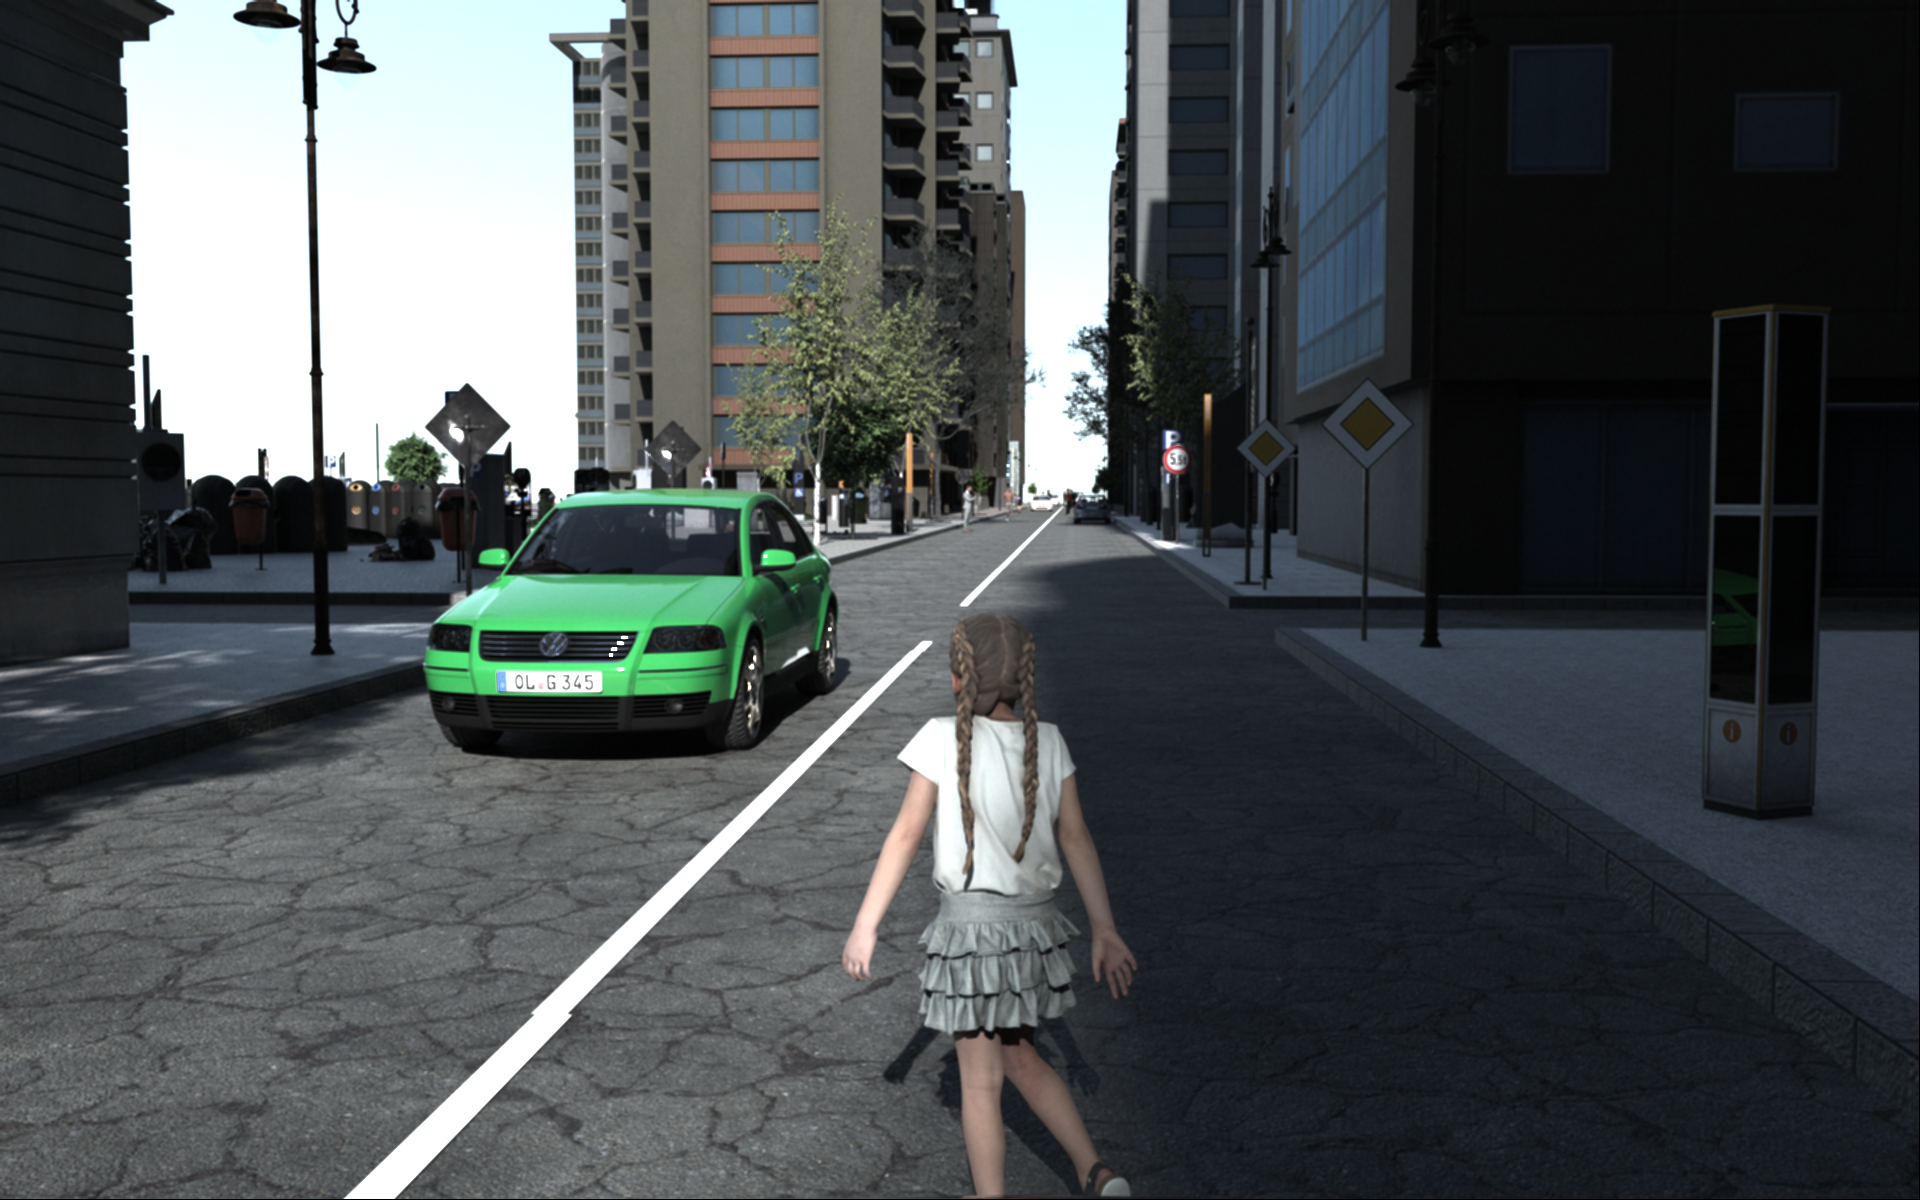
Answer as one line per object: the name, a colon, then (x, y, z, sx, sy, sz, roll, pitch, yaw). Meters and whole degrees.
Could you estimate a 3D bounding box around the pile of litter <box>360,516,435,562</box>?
pile of litter: (-10.901, -1.197, 33.532, 1.176, 0.858, 1.719, 3, 4, 38)

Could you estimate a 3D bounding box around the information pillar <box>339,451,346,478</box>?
information pillar: (-33.461, -6.269, 93.861, 0.504, 3.616, 0.183, 3, 4, 36)

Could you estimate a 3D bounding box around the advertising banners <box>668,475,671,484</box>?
advertising banners: (-8.111, -3.126, 47.297, 0.090, 3.025, 2.074, -2, 4, -24)

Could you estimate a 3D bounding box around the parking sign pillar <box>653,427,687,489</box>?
parking sign pillar: (-11.731, -4.984, 69.954, 1.447, 3.967, 1.447, 1, 4, 14)

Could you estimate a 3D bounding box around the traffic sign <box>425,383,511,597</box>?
traffic sign: (-4.442, -0.734, 15.647, 0.795, 2.450, 0.064, 0, 4, 4)

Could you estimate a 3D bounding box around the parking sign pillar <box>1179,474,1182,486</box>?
parking sign pillar: (12.302, -6.656, 97.292, 1.447, 3.967, 1.447, -2, 4, -30)

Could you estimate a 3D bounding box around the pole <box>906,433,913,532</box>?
pole: (-1.697, -3.933, 58.143, 0.158, 3.312, 0.155, 0, 3, 0)

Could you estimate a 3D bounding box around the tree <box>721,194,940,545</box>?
tree: (-3.532, -5.691, 43.411, 4.737, 8.622, 4.395, 0, 3, 0)

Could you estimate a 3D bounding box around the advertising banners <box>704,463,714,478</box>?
advertising banners: (-14.859, -6.191, 97.413, 2.074, 3.025, 0.090, 0, 4, 7)

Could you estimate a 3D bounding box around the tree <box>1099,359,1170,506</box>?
tree: (9.377, -8.608, 91.100, 4.360, 8.622, 3.978, 0, 3, 0)

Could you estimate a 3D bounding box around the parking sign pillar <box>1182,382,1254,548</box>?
parking sign pillar: (6.391, -3.264, 41.842, 1.447, 3.967, 1.447, 2, 4, 31)

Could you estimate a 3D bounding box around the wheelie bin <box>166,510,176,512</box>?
wheelie bin: (-22.233, -2.487, 48.566, 0.693, 1.594, 0.980, 0, 4, -3)

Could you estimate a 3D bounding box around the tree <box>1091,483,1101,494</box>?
tree: (20.013, -15.853, 253.804, 1.663, 3.219, 1.824, 0, 3, 0)

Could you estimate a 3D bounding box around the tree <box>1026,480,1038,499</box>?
tree: (9.970, -14.914, 238.441, 1.663, 3.219, 1.824, 0, 3, 0)

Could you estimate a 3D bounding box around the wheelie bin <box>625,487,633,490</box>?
wheelie bin: (-14.244, -4.133, 75.479, 0.980, 1.594, 0.693, -1, 4, -21)

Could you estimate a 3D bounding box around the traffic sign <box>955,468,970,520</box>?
traffic sign: (0.126, -5.232, 85.648, 0.768, 2.556, 0.104, 0, 4, 5)

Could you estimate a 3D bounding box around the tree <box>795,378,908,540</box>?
tree: (-3.107, -4.006, 49.220, 4.285, 4.588, 4.351, 0, 3, 0)

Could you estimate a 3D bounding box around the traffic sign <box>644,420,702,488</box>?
traffic sign: (-3.910, -1.221, 23.614, 0.795, 2.450, 0.064, 0, 4, 4)

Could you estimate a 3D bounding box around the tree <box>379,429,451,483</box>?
tree: (-26.807, -6.187, 84.866, 4.285, 4.588, 4.351, 0, 3, 0)

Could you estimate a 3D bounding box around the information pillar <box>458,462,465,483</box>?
information pillar: (-28.755, -6.651, 100.104, 0.504, 3.616, 0.183, -1, 4, -20)

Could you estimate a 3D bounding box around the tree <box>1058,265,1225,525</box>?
tree: (7.499, -8.371, 71.286, 7.601, 10.594, 8.767, 0, 4, 8)

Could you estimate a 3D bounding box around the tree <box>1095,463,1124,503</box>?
tree: (15.617, -12.132, 182.070, 4.285, 4.588, 4.351, 0, 3, 0)

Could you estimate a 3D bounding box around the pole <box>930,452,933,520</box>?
pole: (-1.389, -5.571, 84.932, 0.158, 3.312, 0.155, 0, 3, 0)

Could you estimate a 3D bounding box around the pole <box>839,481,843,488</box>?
pole: (-4.859, -4.712, 70.885, 0.158, 3.312, 0.155, 0, 3, 0)

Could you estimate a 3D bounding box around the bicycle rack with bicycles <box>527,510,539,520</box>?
bicycle rack with bicycles: (-19.053, -3.602, 72.270, 2.852, 0.926, 2.925, 1, 4, 22)

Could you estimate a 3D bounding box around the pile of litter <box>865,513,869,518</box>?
pile of litter: (-5.459, -4.865, 93.500, 1.719, 0.858, 1.176, -2, 4, -35)

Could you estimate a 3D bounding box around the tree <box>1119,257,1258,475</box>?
tree: (6.753, -6.319, 53.685, 4.737, 8.622, 4.395, 0, 3, 0)

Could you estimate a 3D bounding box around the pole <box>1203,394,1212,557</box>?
pole: (5.056, -2.542, 35.403, 0.158, 3.312, 0.155, 0, 3, 0)

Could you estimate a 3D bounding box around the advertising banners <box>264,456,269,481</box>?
advertising banners: (-32.490, -5.152, 80.421, 0.090, 3.025, 2.074, -3, 5, -44)

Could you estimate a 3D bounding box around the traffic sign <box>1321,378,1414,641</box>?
traffic sign: (3.533, -0.701, 15.096, 0.795, 2.450, 0.064, 0, 4, 4)

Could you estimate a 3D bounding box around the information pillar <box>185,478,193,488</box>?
information pillar: (-36.116, -4.690, 81.173, 0.304, 2.012, 0.304, -2, 4, -28)

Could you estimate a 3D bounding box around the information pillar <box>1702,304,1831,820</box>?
information pillar: (3.217, -0.149, 6.929, 0.304, 2.012, 0.304, -1, 4, -21)

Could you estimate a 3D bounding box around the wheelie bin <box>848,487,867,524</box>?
wheelie bin: (-4.437, -4.088, 74.749, 0.693, 1.594, 0.980, -3, 5, -41)

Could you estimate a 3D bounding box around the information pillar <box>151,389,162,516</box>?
information pillar: (-17.773, -2.876, 38.378, 0.183, 3.616, 0.504, 0, 4, -6)

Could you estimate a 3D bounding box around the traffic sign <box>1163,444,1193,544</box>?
traffic sign: (5.590, -2.713, 44.467, 0.768, 2.556, 0.104, 0, 4, 5)

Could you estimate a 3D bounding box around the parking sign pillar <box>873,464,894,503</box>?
parking sign pillar: (-3.846, -6.027, 87.014, 1.447, 3.967, 1.447, 3, 4, 36)

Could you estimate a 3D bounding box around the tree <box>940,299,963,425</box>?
tree: (-2.020, -6.779, 61.205, 4.737, 8.622, 4.395, 0, 3, 0)

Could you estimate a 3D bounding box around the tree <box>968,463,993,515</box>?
tree: (1.256, -6.887, 107.198, 1.663, 3.219, 1.824, 0, 3, 0)

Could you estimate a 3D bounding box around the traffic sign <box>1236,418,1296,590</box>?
traffic sign: (4.065, -1.188, 23.063, 0.795, 2.450, 0.064, 0, 4, 4)

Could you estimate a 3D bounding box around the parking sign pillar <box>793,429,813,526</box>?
parking sign pillar: (-6.476, -4.967, 69.683, 1.447, 3.967, 1.447, 0, 4, -5)

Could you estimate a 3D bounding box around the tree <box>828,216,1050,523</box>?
tree: (-1.127, -10.232, 77.668, 12.009, 13.543, 11.850, 0, 3, 0)

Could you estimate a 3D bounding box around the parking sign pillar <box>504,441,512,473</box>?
parking sign pillar: (-22.981, -6.052, 87.414, 1.447, 3.967, 1.447, 0, 4, 1)
